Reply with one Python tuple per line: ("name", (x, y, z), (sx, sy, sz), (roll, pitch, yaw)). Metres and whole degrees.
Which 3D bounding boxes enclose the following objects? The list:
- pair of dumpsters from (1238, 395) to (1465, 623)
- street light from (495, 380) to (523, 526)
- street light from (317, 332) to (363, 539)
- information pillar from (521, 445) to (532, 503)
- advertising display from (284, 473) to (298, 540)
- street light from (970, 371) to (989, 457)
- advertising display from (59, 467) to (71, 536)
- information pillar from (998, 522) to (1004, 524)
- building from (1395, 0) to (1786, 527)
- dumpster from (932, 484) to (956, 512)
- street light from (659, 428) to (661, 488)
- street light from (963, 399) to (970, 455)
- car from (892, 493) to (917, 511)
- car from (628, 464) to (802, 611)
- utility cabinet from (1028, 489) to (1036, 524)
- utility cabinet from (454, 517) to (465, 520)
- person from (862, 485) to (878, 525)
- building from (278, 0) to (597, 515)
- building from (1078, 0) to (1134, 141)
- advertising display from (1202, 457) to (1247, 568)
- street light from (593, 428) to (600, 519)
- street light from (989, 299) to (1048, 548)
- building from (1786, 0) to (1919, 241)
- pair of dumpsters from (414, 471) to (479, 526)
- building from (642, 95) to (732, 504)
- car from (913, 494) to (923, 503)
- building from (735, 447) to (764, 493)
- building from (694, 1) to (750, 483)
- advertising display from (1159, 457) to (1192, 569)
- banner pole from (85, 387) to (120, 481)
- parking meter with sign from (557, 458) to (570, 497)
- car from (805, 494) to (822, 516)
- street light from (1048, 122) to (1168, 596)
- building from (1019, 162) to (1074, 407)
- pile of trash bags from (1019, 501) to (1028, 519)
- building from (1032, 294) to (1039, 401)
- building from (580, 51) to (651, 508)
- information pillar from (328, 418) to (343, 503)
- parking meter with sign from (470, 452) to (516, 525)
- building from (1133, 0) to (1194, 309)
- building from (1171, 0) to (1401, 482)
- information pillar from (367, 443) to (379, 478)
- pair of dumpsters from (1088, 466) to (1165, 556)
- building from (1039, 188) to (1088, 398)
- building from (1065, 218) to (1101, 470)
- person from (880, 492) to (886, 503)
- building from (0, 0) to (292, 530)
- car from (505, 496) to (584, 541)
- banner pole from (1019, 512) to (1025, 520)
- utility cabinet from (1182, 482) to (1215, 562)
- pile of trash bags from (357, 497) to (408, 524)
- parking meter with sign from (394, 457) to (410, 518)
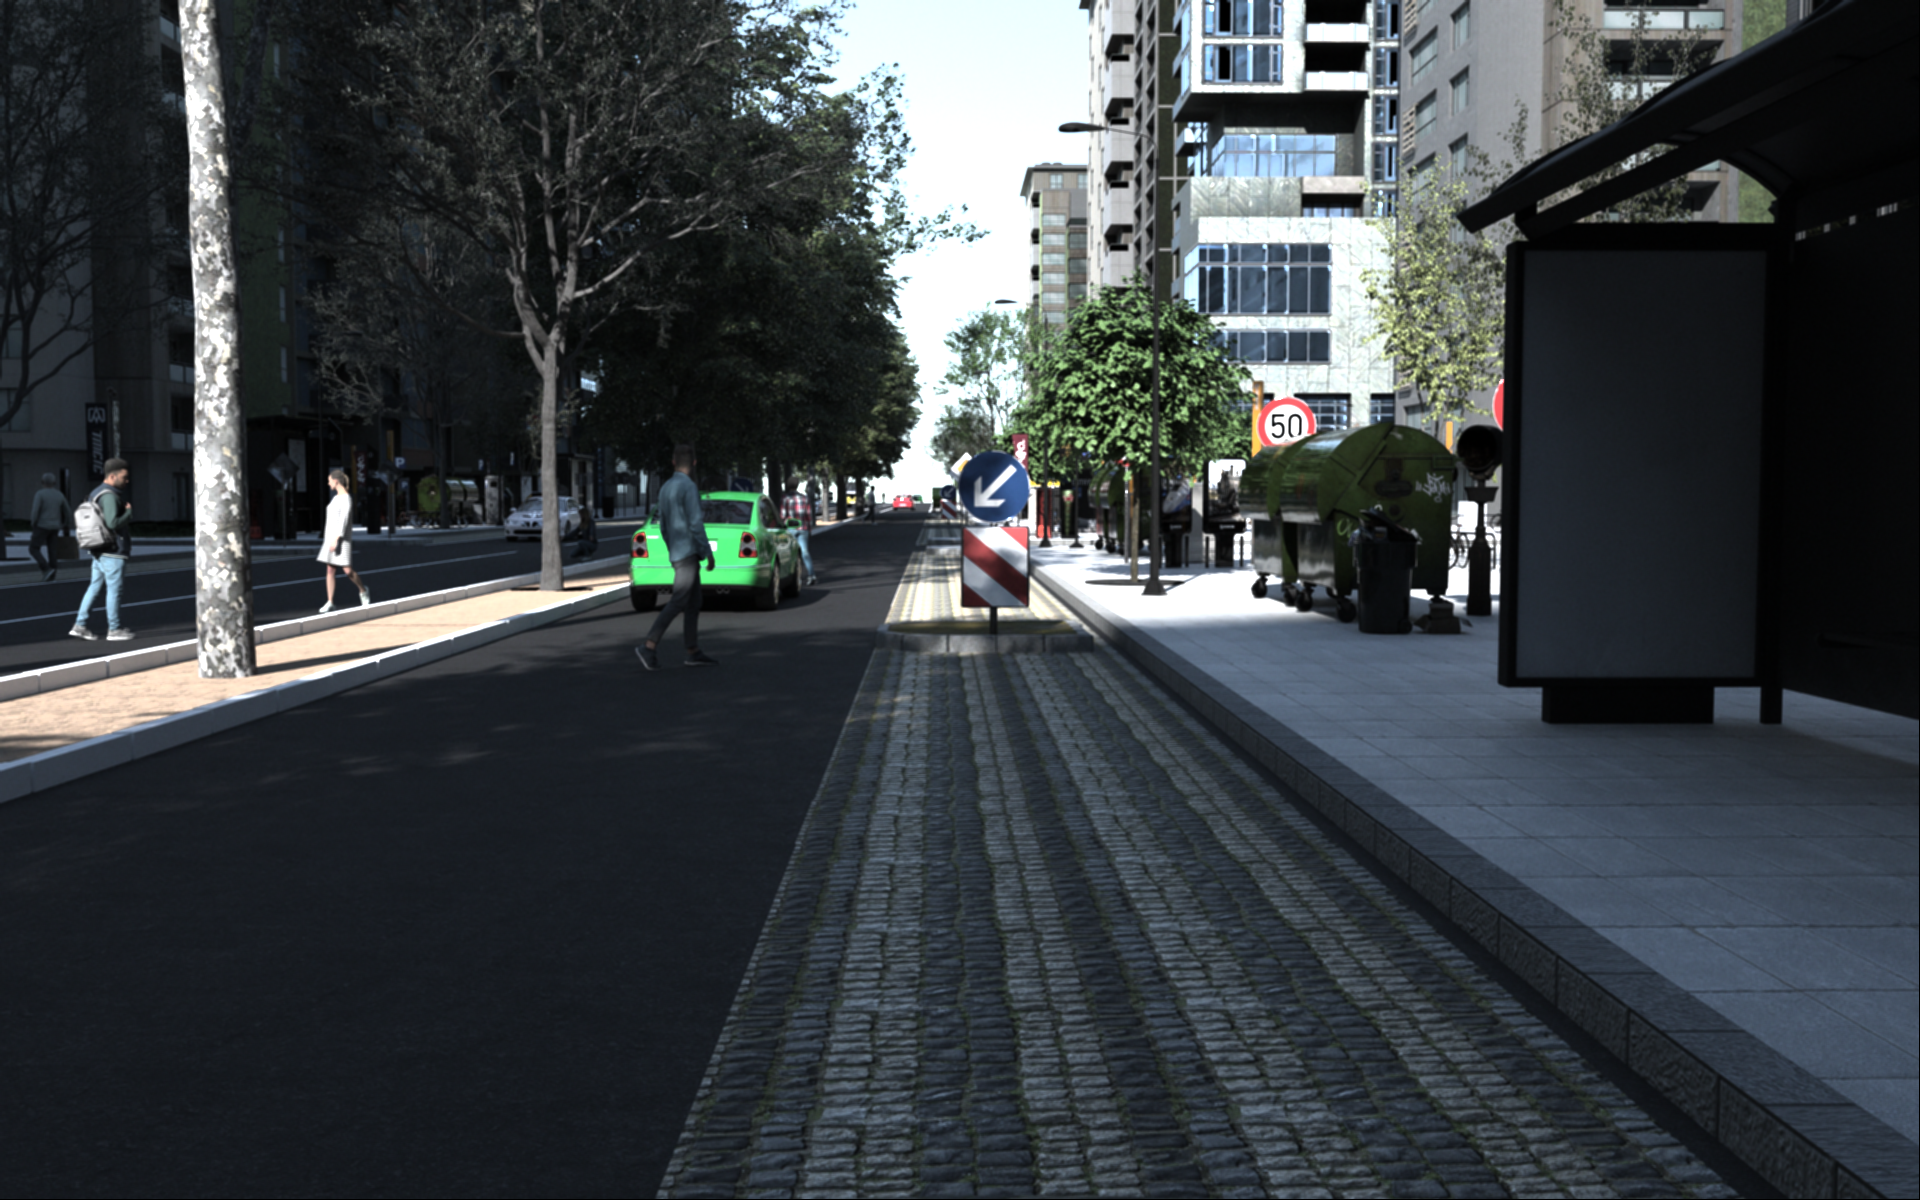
("pair of dumpsters", (4.232, -1.021, 19.183), (1.574, 2.255, 4.437), (0, 4, -1))
("street light", (-17.990, -5.938, 69.633), (1.470, 5.913, 1.316), (0, 4, -1))
("street light", (-17.758, -4.715, 49.634), (1.470, 5.913, 1.316), (0, 4, -1))
("information pillar", (-20.599, -5.557, 82.219), (0.504, 3.616, 0.183), (-2, 4, -25))
("advertising display", (-18.957, -2.681, 49.054), (0.123, 1.923, 0.974), (-2, 4, -35))
("street light", (1.228, -5.680, 65.416), (1.470, 5.913, 1.316), (0, 4, -1))
("advertising display", (-21.195, -2.192, 41.047), (0.123, 1.923, 0.974), (-1, 4, -22))
("information pillar", (1.681, -4.281, 74.489), (0.304, 2.012, 0.304), (-3, 4, -36))
("building", (26.131, -23.548, 68.601), (14.086, 41.232, 14.154), (0, 4, -1))
("dumpster", (-1.258, -8.101, 137.408), (1.985, 2.255, 1.502), (0, 4, -2))
("street light", (-18.578, -8.433, 110.425), (1.470, 5.913, 1.316), (0, 4, -1))
("street light", (1.004, -6.874, 84.925), (1.470, 5.913, 1.316), (0, 4, -1))
("car", (-4.830, -8.591, 149.498), (2.155, 1.783, 4.494), (0, 4, 1))
("car", (-3.121, -0.849, 22.683), (1.959, 1.807, 4.718), (0, 4, 1))
("utility cabinet", (3.436, -3.981, 73.761), (1.173, 1.500, 0.318), (3, 5, 41))
("utility cabinet", (-24.736, -4.544, 85.454), (0.306, 1.237, 1.020), (-3, 5, -44))
("person", (-4.208, -4.437, 80.884), (0.795, 1.843, 0.661), (0, 4, 3))
("building", (-41.771, -29.590, 138.418), (22.147, 44.769, 28.867), (0, 4, -1))
("building", (26.348, -34.977, 161.111), (28.713, 52.752, 27.495), (0, 4, -1))
("advertising display", (4.638, -1.536, 30.333), (0.974, 1.923, 0.123), (-3, 4, -37))
("street light", (-18.384, -7.182, 89.963), (1.470, 5.913, 1.316), (0, 4, -1))
("street light", (1.512, -4.211, 41.391), (1.470, 5.913, 1.316), (0, 4, -1))
("building", (20.910, -13.727, 17.939), (14.314, 27.812, 24.014), (0, 4, -1))
("pair of dumpsters", (-21.038, -4.190, 70.999), (1.574, 2.255, 4.437), (0, 4, -1))
("building", (-42.978, -42.215, 232.211), (21.231, 58.520, 28.212), (0, 4, -1))
("car", (-6.972, -16.732, 282.356), (1.959, 1.807, 4.718), (0, 4, -3))
("building", (-39.017, -36.166, 274.902), (14.154, 41.232, 14.086), (0, 4, -1))
("building", (-42.010, -50.028, 256.205), (20.563, 71.187, 20.611), (0, 4, -1))
("advertising display", (3.718, -1.522, 30.106), (0.123, 1.923, 0.974), (3, 5, 41))
("banner pole", (-20.683, -3.175, 41.922), (0.863, 3.779, 0.401), (-2, 4, -27))
("parking meter with sign", (-19.581, -5.302, 82.945), (1.738, 3.016, 0.543), (-1, 4, -10))
("car", (-10.128, -6.324, 115.407), (2.014, 1.417, 4.499), (0, 4, -1))
("street light", (1.925, -3.012, 21.792), (1.470, 5.913, 1.316), (0, 4, -1))
("building", (24.151, -41.655, 270.302), (28.713, 52.752, 27.495), (0, 4, -1))
("pile of trash bags", (3.774, -4.854, 89.118), (1.912, 1.369, 3.447), (-1, 4, -19))
("building", (17.228, -29.231, 249.632), (14.160, 30.474, 14.107), (0, 4, -1))
("building", (-42.015, -52.254, 167.021), (22.319, 86.520, 31.000), (0, 4, -1))
("information pillar", (-19.275, -3.801, 53.495), (0.504, 3.616, 0.183), (1, 4, 21))
("parking meter with sign", (-19.208, -4.593, 71.360), (1.738, 3.016, 0.543), (-2, 4, -30))
("building", (22.850, -42.706, 136.490), (20.563, 71.187, 20.611), (0, 4, -1))
("building", (21.231, -48.337, 102.979), (22.319, 86.520, 31.000), (0, 4, -1))
("information pillar", (-26.710, -5.348, 78.787), (0.504, 3.616, 0.183), (-2, 4, -25))
("pair of dumpsters", (3.764, -2.160, 37.808), (1.574, 2.255, 4.437), (0, 4, -1))
("building", (17.613, -33.654, 233.830), (14.154, 41.232, 14.086), (0, 4, -1))
("building", (17.949, -25.159, 183.047), (14.160, 30.474, 14.107), (0, 4, -1))
("person", (-12.145, -16.271, 274.552), (1.348, 1.821, 0.705), (3, 5, 42))
("building", (-35.313, -23.370, 65.691), (14.154, 41.232, 14.086), (0, 4, -1))
("car", (-12.828, -2.542, 53.928), (2.083, 1.381, 4.827), (0, 4, -1))
("banner pole", (2.814, -5.880, 86.147), (0.863, 3.779, 0.401), (2, 4, 30))
("utility cabinet", (4.442, -1.453, 32.443), (0.318, 1.500, 1.173), (3, 5, 40))
("pile of trash bags", (-25.189, -3.915, 73.769), (3.447, 1.369, 1.912), (0, 4, 7))
("parking meter with sign", (-25.952, -5.165, 80.708), (0.543, 3.016, 1.738), (-2, 4, -26))
